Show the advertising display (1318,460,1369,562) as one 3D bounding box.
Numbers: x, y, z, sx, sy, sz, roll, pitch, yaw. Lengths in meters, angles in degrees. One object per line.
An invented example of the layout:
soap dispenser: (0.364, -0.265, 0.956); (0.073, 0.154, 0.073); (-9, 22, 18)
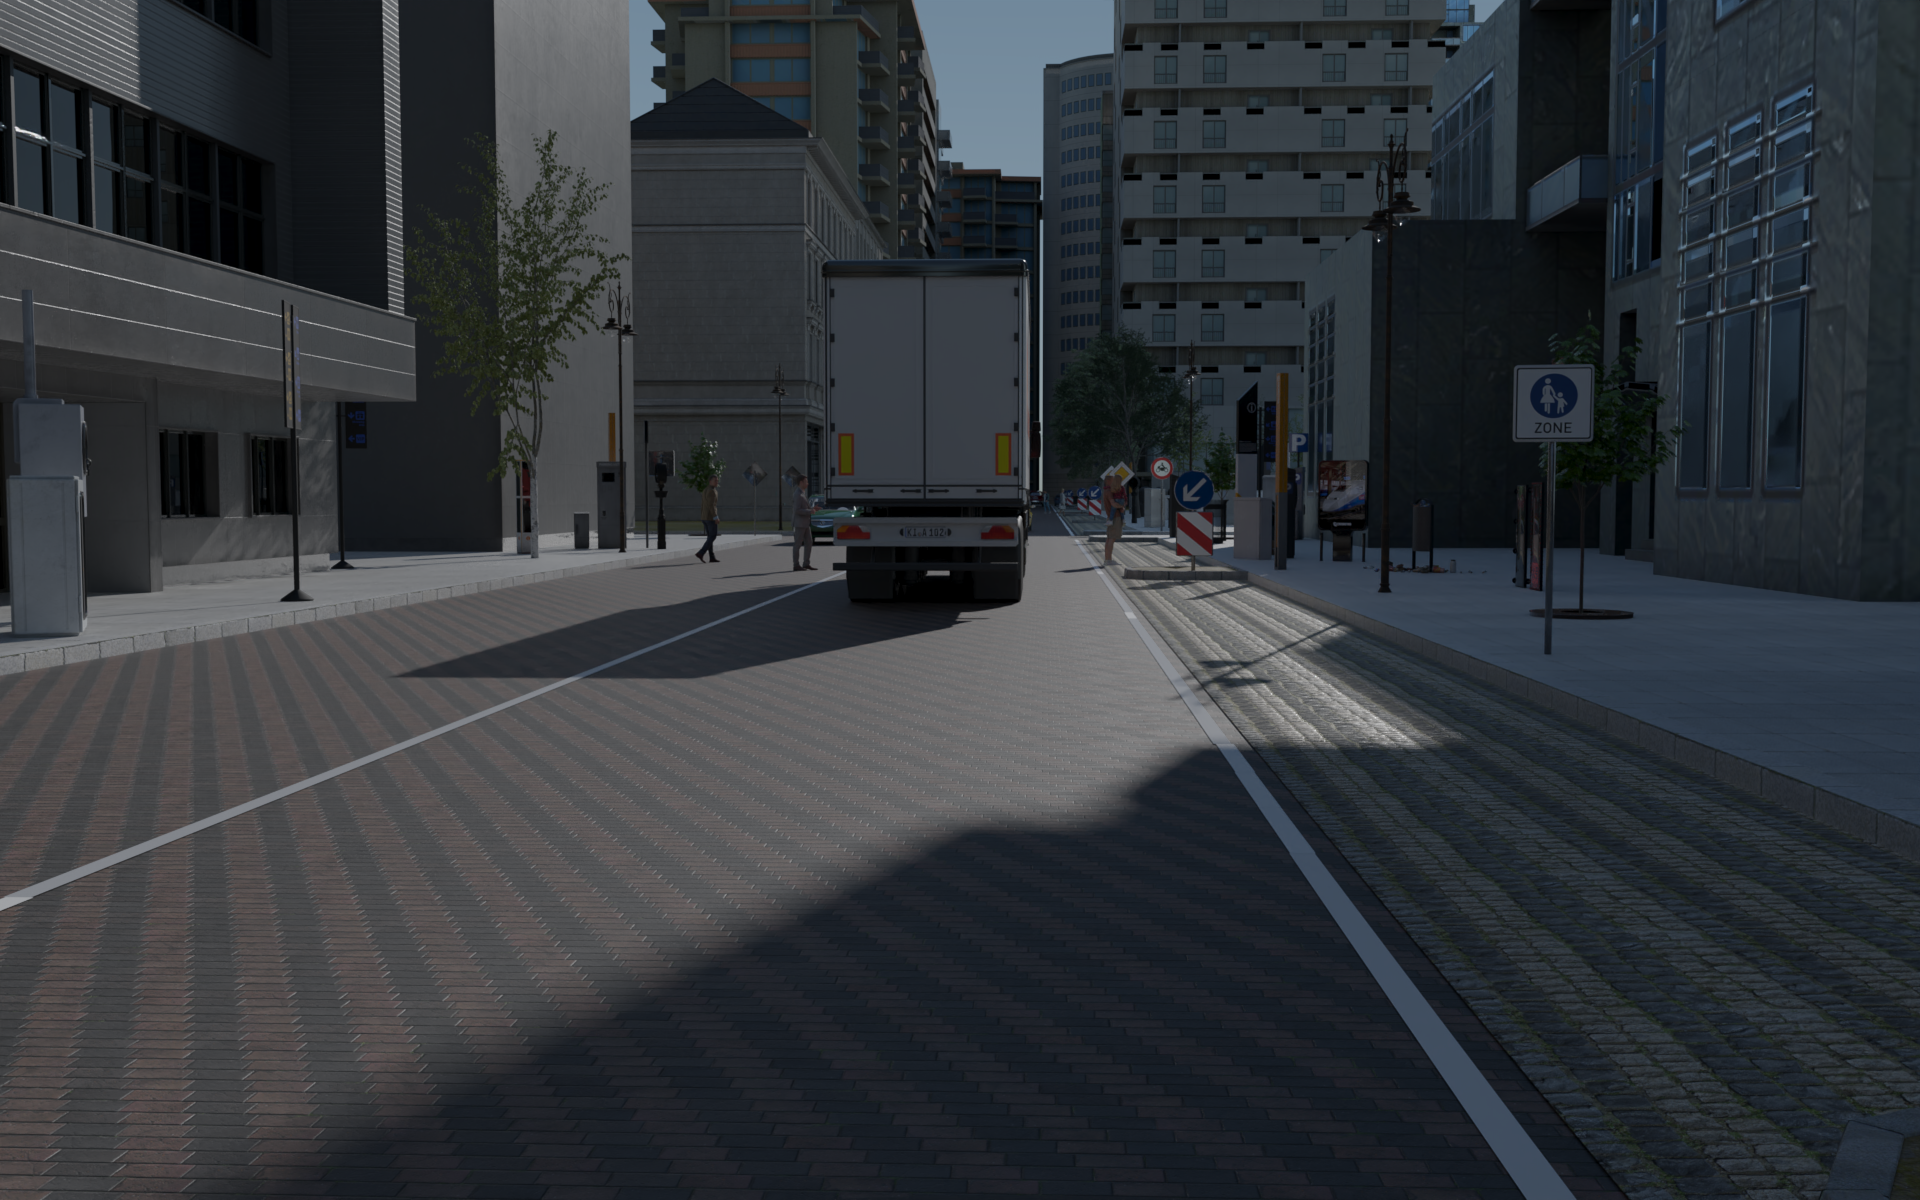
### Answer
advertising display: (7.277, -1.693, 32.896); (0.974, 1.923, 0.123); (2, 4, 34)

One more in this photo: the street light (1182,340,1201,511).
street light: (6.933, -4.845, 51.995); (0.468, 5.910, 1.993); (0, 4, 3)

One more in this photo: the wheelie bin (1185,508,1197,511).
wheelie bin: (17.874, -7.752, 134.659); (0.693, 1.594, 0.980); (-2, 4, -29)

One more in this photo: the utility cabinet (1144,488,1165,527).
utility cabinet: (7.479, -3.529, 66.375); (0.318, 1.500, 1.173); (2, 4, 34)

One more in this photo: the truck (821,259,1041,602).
truck: (-0.178, -2.287, 26.314); (2.839, 4.237, 11.283); (0, 4, 3)

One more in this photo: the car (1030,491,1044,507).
car: (8.636, -11.564, 197.746); (2.281, 1.827, 5.304); (0, 4, 3)

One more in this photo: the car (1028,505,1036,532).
car: (1.889, -3.460, 66.791); (2.015, 1.641, 3.980); (0, 4, 4)

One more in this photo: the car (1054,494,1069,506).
car: (11.921, -11.679, 202.950); (2.014, 1.417, 4.499); (0, 4, 3)

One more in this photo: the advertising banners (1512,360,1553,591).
advertising banners: (7.676, -1.640, 23.001); (0.090, 3.025, 2.074); (0, 4, 3)

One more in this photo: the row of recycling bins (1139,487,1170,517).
row of recycling bins: (11.578, -5.497, 96.983); (3.534, 1.692, 1.069); (-1, 4, -20)

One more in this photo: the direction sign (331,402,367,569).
direction sign: (-10.621, -2.305, 29.691); (0.876, 3.537, 0.379); (-1, 4, -22)

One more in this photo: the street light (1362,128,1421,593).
street light: (5.537, -3.034, 22.400); (0.468, 5.910, 1.993); (0, 4, 3)

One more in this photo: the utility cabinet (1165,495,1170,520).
utility cabinet: (10.021, -4.513, 84.947); (1.020, 1.237, 0.306); (-1, 4, -21)

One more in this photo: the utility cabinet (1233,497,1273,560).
utility cabinet: (5.775, -1.406, 34.156); (0.306, 1.237, 1.020); (-1, 4, -21)

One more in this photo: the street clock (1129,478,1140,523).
street clock: (7.627, -4.353, 75.745); (0.471, 2.002, 0.358); (2, 4, 34)

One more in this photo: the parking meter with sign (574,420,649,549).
parking meter with sign: (-8.227, -2.726, 40.837); (1.738, 3.016, 0.543); (-1, 4, -11)

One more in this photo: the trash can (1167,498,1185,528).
trash can: (7.798, -3.099, 62.320); (0.748, 1.137, 0.748); (0, 3, 0)

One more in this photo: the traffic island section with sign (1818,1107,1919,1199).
traffic island section with sign: (2.537, 0.365, 2.665); (1.989, 1.847, 2.006); (0, 4, 3)

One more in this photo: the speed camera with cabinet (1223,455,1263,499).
speed camera with cabinet: (12.890, -5.113, 77.929); (2.038, 3.252, 0.660); (2, 4, 35)

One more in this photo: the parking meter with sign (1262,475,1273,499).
parking meter with sign: (12.552, -4.492, 69.701); (1.738, 3.016, 0.543); (1, 4, 20)

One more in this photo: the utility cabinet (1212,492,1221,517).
utility cabinet: (14.058, -5.240, 94.349); (1.173, 1.500, 0.318); (1, 4, 18)

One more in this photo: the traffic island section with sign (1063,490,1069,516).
traffic island section with sign: (7.777, -6.325, 112.041); (1.989, 1.847, 2.006); (0, 4, 3)

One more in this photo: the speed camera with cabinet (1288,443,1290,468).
speed camera with cabinet: (13.246, -4.417, 66.557); (0.660, 3.252, 2.038); (-2, 4, -34)

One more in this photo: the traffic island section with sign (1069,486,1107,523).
traffic island section with sign: (6.502, -4.678, 85.115); (1.989, 1.847, 2.006); (0, 4, 3)

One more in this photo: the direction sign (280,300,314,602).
direction sign: (-7.962, -1.755, 20.698); (0.379, 3.537, 0.876); (-1, 4, -10)

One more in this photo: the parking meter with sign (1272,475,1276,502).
parking meter with sign: (12.462, -4.147, 64.060); (1.738, 3.016, 0.543); (-3, 4, -36)

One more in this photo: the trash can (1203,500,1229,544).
trash can: (6.613, -2.038, 44.973); (0.748, 1.137, 0.748); (0, 3, 0)

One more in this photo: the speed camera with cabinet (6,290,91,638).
speed camera with cabinet: (-8.581, -1.345, 16.325); (0.660, 3.252, 2.038); (-2, 4, -24)

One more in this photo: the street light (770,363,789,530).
street light: (-6.357, -5.408, 61.217); (0.468, 5.910, 1.993); (0, 4, 3)

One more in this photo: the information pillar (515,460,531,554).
information pillar: (-9.313, -1.994, 37.092); (0.304, 2.012, 0.304); (-2, 4, -35)

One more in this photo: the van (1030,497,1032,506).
van: (4.936, -8.283, 142.441); (2.013, 2.044, 4.112); (0, 4, 4)

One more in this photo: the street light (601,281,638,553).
street light: (-7.398, -3.975, 37.785); (0.468, 5.910, 1.993); (0, 4, 3)

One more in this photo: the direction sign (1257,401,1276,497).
direction sign: (7.324, -3.078, 42.324); (0.876, 3.537, 0.379); (1, 4, 10)

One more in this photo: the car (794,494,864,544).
car: (-3.763, -2.383, 50.756); (2.131, 1.459, 4.920); (0, 4, 2)

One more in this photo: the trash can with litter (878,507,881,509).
trash can with litter: (-4.581, -5.291, 97.893); (0.624, 1.170, 1.055); (0, 4, 5)

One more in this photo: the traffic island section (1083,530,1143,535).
traffic island section: (5.305, -2.340, 60.546); (2.009, 0.180, 2.903); (0, 4, 3)

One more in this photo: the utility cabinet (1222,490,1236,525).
utility cabinet: (11.209, -3.766, 70.246); (0.318, 1.500, 1.173); (-2, 4, -24)

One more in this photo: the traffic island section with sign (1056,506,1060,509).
traffic island section with sign: (10.189, -9.407, 162.435); (1.989, 1.847, 2.006); (0, 4, 3)

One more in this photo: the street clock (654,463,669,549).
street clock: (-6.948, -2.184, 40.283); (0.358, 2.002, 0.471); (-1, 4, -18)

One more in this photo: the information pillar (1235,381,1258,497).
information pillar: (5.944, -2.723, 35.872); (0.504, 3.616, 0.183); (-2, 4, -25)

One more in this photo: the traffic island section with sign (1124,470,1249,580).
traffic island section with sign: (3.826, -1.282, 29.589); (1.989, 1.847, 2.006); (0, 4, 3)

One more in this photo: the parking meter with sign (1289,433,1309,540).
parking meter with sign: (9.468, -3.216, 48.846); (0.543, 3.016, 1.738); (1, 4, 16)

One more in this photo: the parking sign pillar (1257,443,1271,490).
parking sign pillar: (15.778, -6.268, 90.950); (1.447, 3.967, 1.447); (-1, 4, -22)

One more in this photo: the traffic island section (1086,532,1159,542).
traffic island section: (4.923, -1.853, 52.570); (2.009, 0.180, 2.903); (0, 4, 3)
